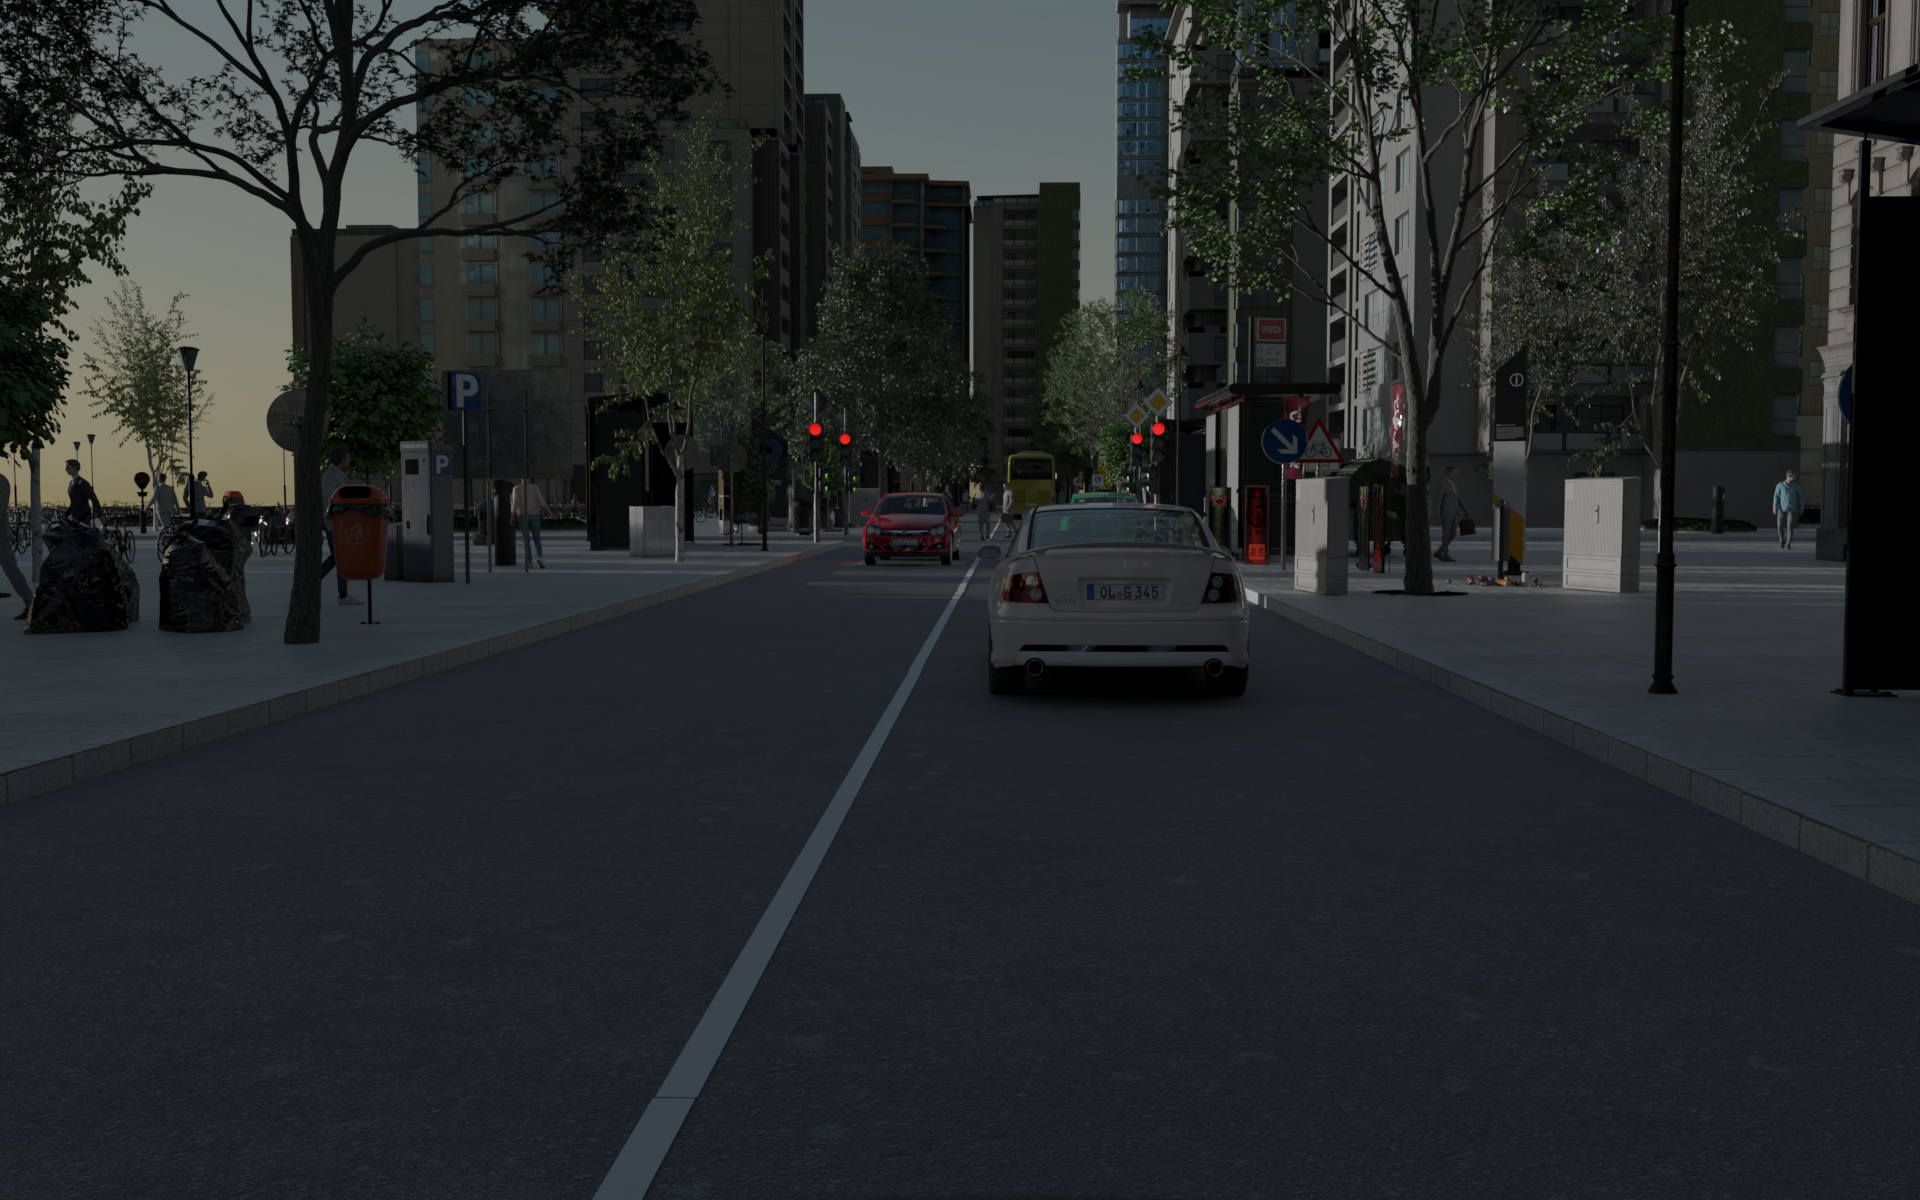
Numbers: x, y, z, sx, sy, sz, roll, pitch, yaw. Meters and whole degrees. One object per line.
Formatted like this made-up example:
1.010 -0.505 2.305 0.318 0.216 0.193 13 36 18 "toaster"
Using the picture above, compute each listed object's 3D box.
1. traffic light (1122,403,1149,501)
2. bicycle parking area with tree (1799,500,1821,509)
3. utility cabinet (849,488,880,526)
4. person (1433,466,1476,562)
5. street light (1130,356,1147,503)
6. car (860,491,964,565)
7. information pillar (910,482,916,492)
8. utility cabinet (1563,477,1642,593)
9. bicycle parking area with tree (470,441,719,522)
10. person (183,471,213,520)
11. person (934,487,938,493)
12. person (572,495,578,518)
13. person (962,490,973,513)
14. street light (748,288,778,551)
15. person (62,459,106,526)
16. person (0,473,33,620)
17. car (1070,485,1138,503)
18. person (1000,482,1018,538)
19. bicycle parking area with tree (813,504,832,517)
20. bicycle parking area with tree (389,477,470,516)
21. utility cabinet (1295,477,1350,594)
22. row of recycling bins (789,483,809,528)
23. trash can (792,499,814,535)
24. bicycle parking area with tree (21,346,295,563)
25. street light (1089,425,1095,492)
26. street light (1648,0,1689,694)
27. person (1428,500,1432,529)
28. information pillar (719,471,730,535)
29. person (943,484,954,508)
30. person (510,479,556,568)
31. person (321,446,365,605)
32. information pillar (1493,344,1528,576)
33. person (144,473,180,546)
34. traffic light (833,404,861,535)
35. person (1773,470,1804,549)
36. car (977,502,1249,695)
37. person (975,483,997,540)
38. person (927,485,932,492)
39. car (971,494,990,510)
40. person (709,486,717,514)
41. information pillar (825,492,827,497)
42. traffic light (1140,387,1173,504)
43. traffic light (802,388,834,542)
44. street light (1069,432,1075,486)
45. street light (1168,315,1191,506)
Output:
5.434 -3.955 53.585 0.839 4.253 0.868 0 4 2 "traffic light"
48.649 -7.443 108.693 9.016 4.147 8.231 0 4 5 "bicycle parking area with tree"
-3.744 -3.631 68.041 1.173 1.500 0.318 1 4 16 "utility cabinet"
9.292 -1.630 32.812 0.709 1.813 0.853 -3 5 -43 "person"
5.990 -5.234 58.359 0.468 5.910 1.993 0 4 2 "street light"
-0.967 -1.673 36.399 2.155 1.783 4.494 0 4 4 "car"
-2.788 -6.053 103.453 0.304 2.012 0.304 1 4 9 "information pillar"
8.411 -0.860 22.739 0.318 1.500 1.173 -1 4 -17 "utility cabinet"
-15.123 -5.432 75.815 9.016 4.147 8.231 1 4 16 "bicycle parking area with tree"
-17.258 -2.020 39.252 0.592 1.802 0.473 2 4 24 "person"
-1.270 -4.956 89.719 0.419 1.800 0.721 0 4 -8 "person"
-18.181 -4.349 81.813 0.362 1.253 0.373 3 4 37 "person"
0.555 -7.346 129.093 0.782 1.767 0.515 -1 4 -14 "person"
-4.406 -4.045 38.917 0.468 5.910 1.993 0 4 2 "street light"
-14.432 -1.374 28.286 0.755 1.850 0.659 -3 5 -43 "person"
-9.799 -0.689 17.580 0.678 1.792 0.850 3 5 40 "person"
2.908 -1.619 35.262 1.959 1.807 4.718 0 4 3 "car"
1.566 -2.923 56.413 0.853 1.813 0.709 -2 4 -32 "person"
-11.117 -6.612 95.103 9.016 4.147 8.231 0 4 5 "bicycle parking area with tree"
-26.466 -5.314 73.884 8.231 4.147 9.016 2 4 29 "bicycle parking area with tree"
4.670 -0.841 22.435 0.318 1.500 1.173 -1 4 -8 "utility cabinet"
-6.393 -3.693 67.485 1.069 1.692 3.534 0 4 -6 "row of recycling bins"
-4.888 -2.592 54.027 0.748 1.137 0.748 0 3 0 "trash can"
-17.629 -2.840 33.439 8.231 4.147 9.016 1 4 8 "bicycle parking area with tree"
7.155 -7.355 93.049 0.468 5.910 1.993 0 4 2 "street light"
4.536 -2.337 11.003 0.468 5.910 1.993 0 4 2 "street light"
16.111 -3.030 59.869 0.425 1.301 0.394 1 4 9 "person"
-7.315 -3.026 53.966 0.304 2.012 0.304 -2 4 -34 "information pillar"
-0.481 -3.521 66.256 0.419 1.800 0.721 2 4 25 "person"
-7.344 -1.419 29.920 0.731 1.740 0.598 -2 4 -30 "person"
-7.331 -0.871 20.126 0.795 1.843 0.661 0 4 -8 "person"
8.663 -2.195 27.243 0.504 3.616 0.183 2 4 28 "information pillar"
-19.390 -2.195 42.206 0.850 1.792 0.678 2 4 28 "person"
-3.523 -3.971 53.852 0.839 4.253 0.868 0 4 2 "traffic light"
19.361 -2.113 40.453 0.638 1.841 0.748 2 4 32 "person"
1.164 -0.084 13.731 2.083 1.381 4.827 0 4 2 "car"
0.856 -2.760 53.986 0.716 1.782 0.532 2 4 27 "person"
-0.922 -3.242 62.184 0.731 1.740 0.598 -1 4 -20 "person"
1.995 -9.341 161.525 1.959 1.807 4.718 0 3 0 "car"
-16.186 -6.570 113.494 0.581 1.822 0.654 0 4 -8 "person"
-6.668 -5.856 87.105 0.183 3.616 0.504 1 4 11 "information pillar"
5.181 -3.467 45.604 0.839 4.253 0.868 0 4 2 "traffic light"
-3.776 -3.483 45.871 0.839 4.253 0.868 0 4 2 "traffic light"
8.190 -9.432 127.006 0.468 5.910 1.993 0 4 2 "street light"
5.672 -4.414 44.957 0.468 5.910 1.993 0 4 2 "street light"
